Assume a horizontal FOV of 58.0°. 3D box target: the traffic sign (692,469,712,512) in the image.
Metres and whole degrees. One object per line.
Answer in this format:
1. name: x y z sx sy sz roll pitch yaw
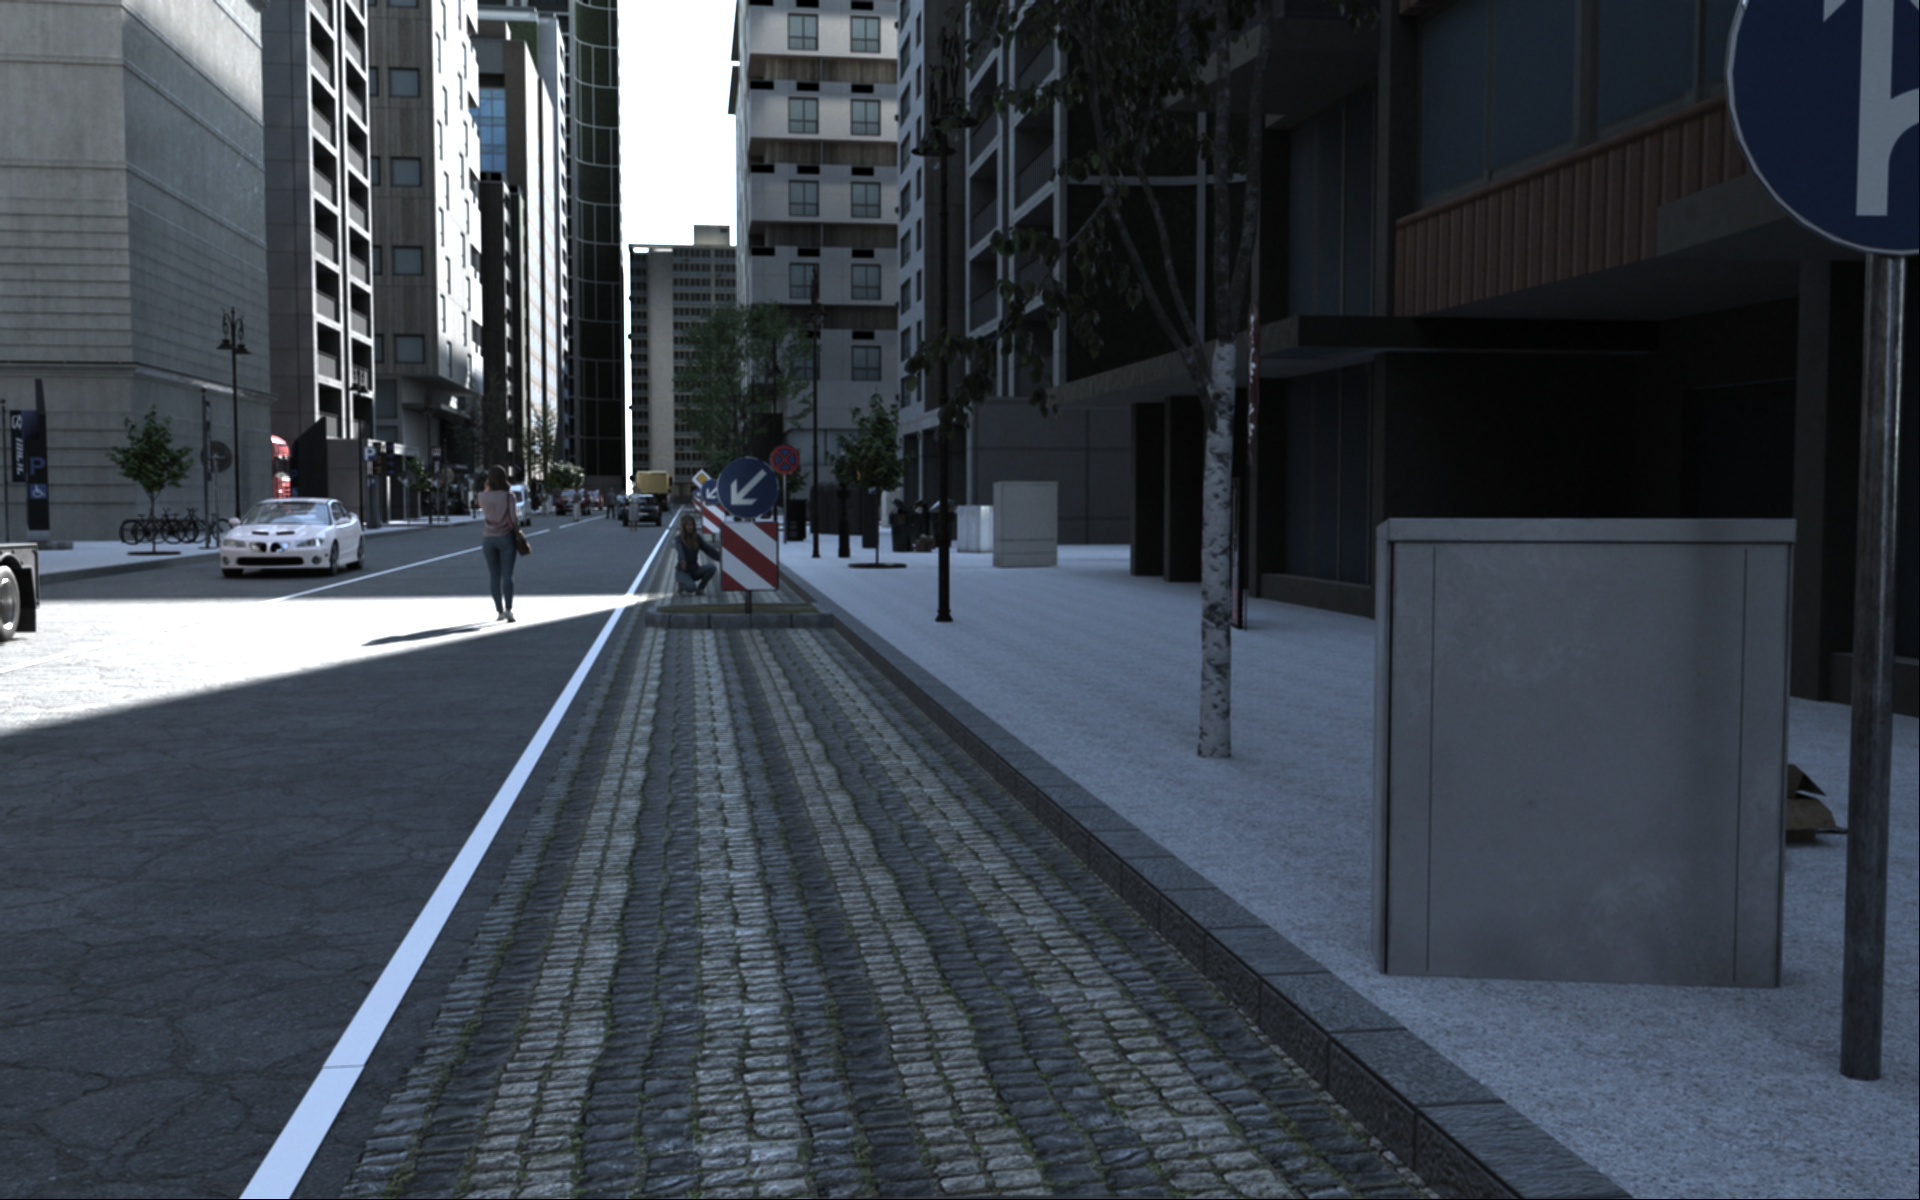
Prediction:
1. traffic sign: -10.205 -3.966 68.490 0.795 2.450 0.064 -1 4 -9

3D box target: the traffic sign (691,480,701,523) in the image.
1. traffic sign: -11.438 -4.449 76.380 0.795 2.450 0.064 -1 4 -9

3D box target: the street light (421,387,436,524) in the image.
1. street light: -22.919 -6.239 74.788 0.468 5.910 1.993 -1 4 -9

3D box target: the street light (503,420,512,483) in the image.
1. street light: -28.198 -8.274 108.068 0.468 5.910 1.993 -1 4 -9

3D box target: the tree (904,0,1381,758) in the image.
1. tree: 1.086 -3.550 8.402 4.360 8.622 3.978 0 3 0

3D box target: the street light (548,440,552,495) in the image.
1. street light: -33.565 -10.353 142.058 0.468 5.910 1.993 -1 4 -9

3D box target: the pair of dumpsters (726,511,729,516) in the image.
1. pair of dumpsters: -13.527 -6.175 103.447 1.574 2.255 4.437 -1 4 -9

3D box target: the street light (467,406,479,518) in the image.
1. street light: -25.699 -7.261 91.505 0.468 5.910 1.993 -1 4 -9

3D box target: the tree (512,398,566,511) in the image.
1. tree: -32.115 -11.155 132.746 4.737 8.622 4.395 0 3 0

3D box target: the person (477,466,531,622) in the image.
1. person: -5.159 -0.637 19.508 0.593 1.750 0.643 0 4 3

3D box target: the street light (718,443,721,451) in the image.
1. street light: -18.156 -9.785 132.773 0.468 5.910 1.993 -1 4 -9

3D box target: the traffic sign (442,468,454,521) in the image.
1. traffic sign: -24.771 -5.102 83.530 0.768 2.556 0.104 0 4 -4

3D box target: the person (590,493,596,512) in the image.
1. person: -30.148 -8.015 142.137 0.523 1.515 0.503 1 4 14

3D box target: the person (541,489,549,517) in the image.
1. person: -26.446 -6.189 110.236 0.519 1.759 0.362 0 4 7

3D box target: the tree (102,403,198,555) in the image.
1. tree: -16.999 -2.577 36.739 1.663 3.219 1.824 0 3 0

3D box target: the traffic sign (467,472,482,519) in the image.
1. traffic sign: -25.030 -5.392 89.337 0.795 2.450 0.064 0 4 -4

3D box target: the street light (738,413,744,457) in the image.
1. street light: -10.139 -6.642 81.378 0.468 5.910 1.993 -1 4 -9

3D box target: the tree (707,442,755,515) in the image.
1. tree: -14.256 -7.651 108.815 4.285 4.588 4.351 0 3 0

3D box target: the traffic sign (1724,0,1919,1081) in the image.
1. traffic sign: 1.989 -0.223 3.747 0.768 2.556 0.104 0 4 -2

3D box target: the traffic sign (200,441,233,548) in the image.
1. traffic sign: -17.794 -2.529 41.462 0.768 2.556 0.104 0 4 -1

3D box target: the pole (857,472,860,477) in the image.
1. pole: -4.669 -5.254 79.751 0.158 3.312 0.155 0 3 0

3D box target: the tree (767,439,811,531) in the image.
1. tree: -5.908 -4.043 60.700 1.663 3.219 1.824 0 3 0

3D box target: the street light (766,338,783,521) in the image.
1. street light: -5.490 -4.806 51.359 0.468 5.910 1.993 -1 4 -9

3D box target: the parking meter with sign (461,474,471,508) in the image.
1. parking meter with sign: -38.748 -8.523 135.613 0.543 3.016 1.738 -2 4 -27

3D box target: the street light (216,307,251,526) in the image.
1. street light: -17.923 -4.286 42.863 0.468 5.910 1.993 -1 4 -9

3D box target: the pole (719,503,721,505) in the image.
1. pole: -18.770 -8.647 135.220 0.158 3.312 0.155 0 3 0

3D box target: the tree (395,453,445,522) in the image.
1. tree: -25.388 -5.290 81.089 1.663 3.219 1.824 0 3 0

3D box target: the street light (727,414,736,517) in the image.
1. street light: -12.873 -7.709 98.823 0.468 5.910 1.993 -1 4 -9

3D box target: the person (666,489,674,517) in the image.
1. person: -18.266 -6.107 109.186 0.563 1.720 0.643 2 4 31

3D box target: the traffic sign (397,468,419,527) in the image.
1. traffic sign: -21.269 -3.862 66.789 0.795 2.450 0.064 -1 4 -9

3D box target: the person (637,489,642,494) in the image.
1. person: -24.642 -7.618 133.169 0.853 1.813 0.709 -3 5 -40

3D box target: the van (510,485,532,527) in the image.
1. van: -20.064 -4.286 77.086 2.013 2.044 4.112 -1 4 -9

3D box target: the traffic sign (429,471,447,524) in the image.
1. traffic sign: -22.502 -4.345 74.679 0.795 2.450 0.064 -1 4 -9

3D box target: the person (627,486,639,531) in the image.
1. person: -12.777 -3.593 67.816 0.480 1.755 0.524 -1 4 -23

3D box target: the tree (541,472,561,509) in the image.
1. tree: -35.802 -9.555 150.826 1.663 3.219 1.824 0 3 0

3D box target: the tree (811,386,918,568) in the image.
1. tree: -1.367 -2.190 30.405 1.663 3.219 1.824 0 3 0

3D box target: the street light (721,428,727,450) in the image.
1. street light: -15.547 -8.739 115.664 0.468 5.910 1.993 -1 4 -9

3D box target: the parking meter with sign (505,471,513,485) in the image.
1. parking meter with sign: -33.465 -8.108 128.827 0.543 3.016 1.738 1 4 16

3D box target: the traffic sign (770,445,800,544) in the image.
1. traffic sign: -4.522 -2.730 44.734 0.768 2.556 0.104 0 4 -8

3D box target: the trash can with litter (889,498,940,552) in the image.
1. trash can with litter: -1.044 -1.654 38.429 1.055 1.170 0.624 2 4 24

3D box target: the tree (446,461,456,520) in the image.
1. tree: -25.736 -5.582 85.875 1.663 3.219 1.824 0 3 0

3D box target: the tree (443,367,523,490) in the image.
1. tree: -27.317 -9.112 99.337 4.360 8.622 3.978 0 3 0

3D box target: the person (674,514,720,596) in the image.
1. person: -3.638 -0.629 24.286 1.012 1.151 0.738 -3 4 -39

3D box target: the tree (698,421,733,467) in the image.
1. tree: -22.964 -13.198 166.141 4.737 8.622 4.395 0 3 0

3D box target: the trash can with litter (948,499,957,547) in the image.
1. trash can with litter: -0.558 -1.847 41.586 0.624 1.170 1.055 3 5 42

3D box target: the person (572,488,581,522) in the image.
1. person: -19.837 -4.926 89.589 0.362 1.759 0.519 2 4 31

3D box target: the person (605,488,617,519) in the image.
1. person: -20.225 -5.587 100.253 0.661 1.777 0.834 -3 4 -39

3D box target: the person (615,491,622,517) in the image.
1. person: -21.165 -5.951 107.607 0.589 1.601 0.330 -3 4 -37

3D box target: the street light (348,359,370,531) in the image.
1. street light: -20.666 -5.314 59.666 0.468 5.910 1.993 -1 4 -9

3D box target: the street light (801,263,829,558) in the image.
1. street light: -2.915 -3.797 34.868 0.468 5.910 1.993 -1 4 -9

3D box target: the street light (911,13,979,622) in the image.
1. street light: -0.161 -2.722 17.297 0.468 5.910 1.993 -1 4 -9

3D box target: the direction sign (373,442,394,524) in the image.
1. direction sign: -25.103 -5.107 75.499 0.876 3.537 0.379 -1 4 -9

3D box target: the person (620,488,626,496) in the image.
1. person: -21.836 -6.358 112.627 0.473 1.802 0.592 1 4 23

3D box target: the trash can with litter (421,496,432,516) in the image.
1. trash can with litter: -30.913 -5.393 99.559 1.055 1.170 0.624 1 4 10

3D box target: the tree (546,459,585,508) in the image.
1. tree: -38.743 -11.484 171.481 4.285 4.588 4.351 0 3 0

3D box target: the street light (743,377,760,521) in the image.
1. street light: -8.162 -5.848 68.404 0.468 5.910 1.993 -1 4 -9

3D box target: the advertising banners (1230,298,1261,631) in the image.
1. advertising banners: 2.661 -1.248 16.597 0.090 3.025 2.074 0 3 0

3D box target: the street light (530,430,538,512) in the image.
1. street light: -30.818 -9.328 125.295 0.468 5.910 1.993 -1 4 -9

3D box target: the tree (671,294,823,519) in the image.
1. tree: -11.080 -9.988 89.064 9.928 11.665 9.643 0 3 0
